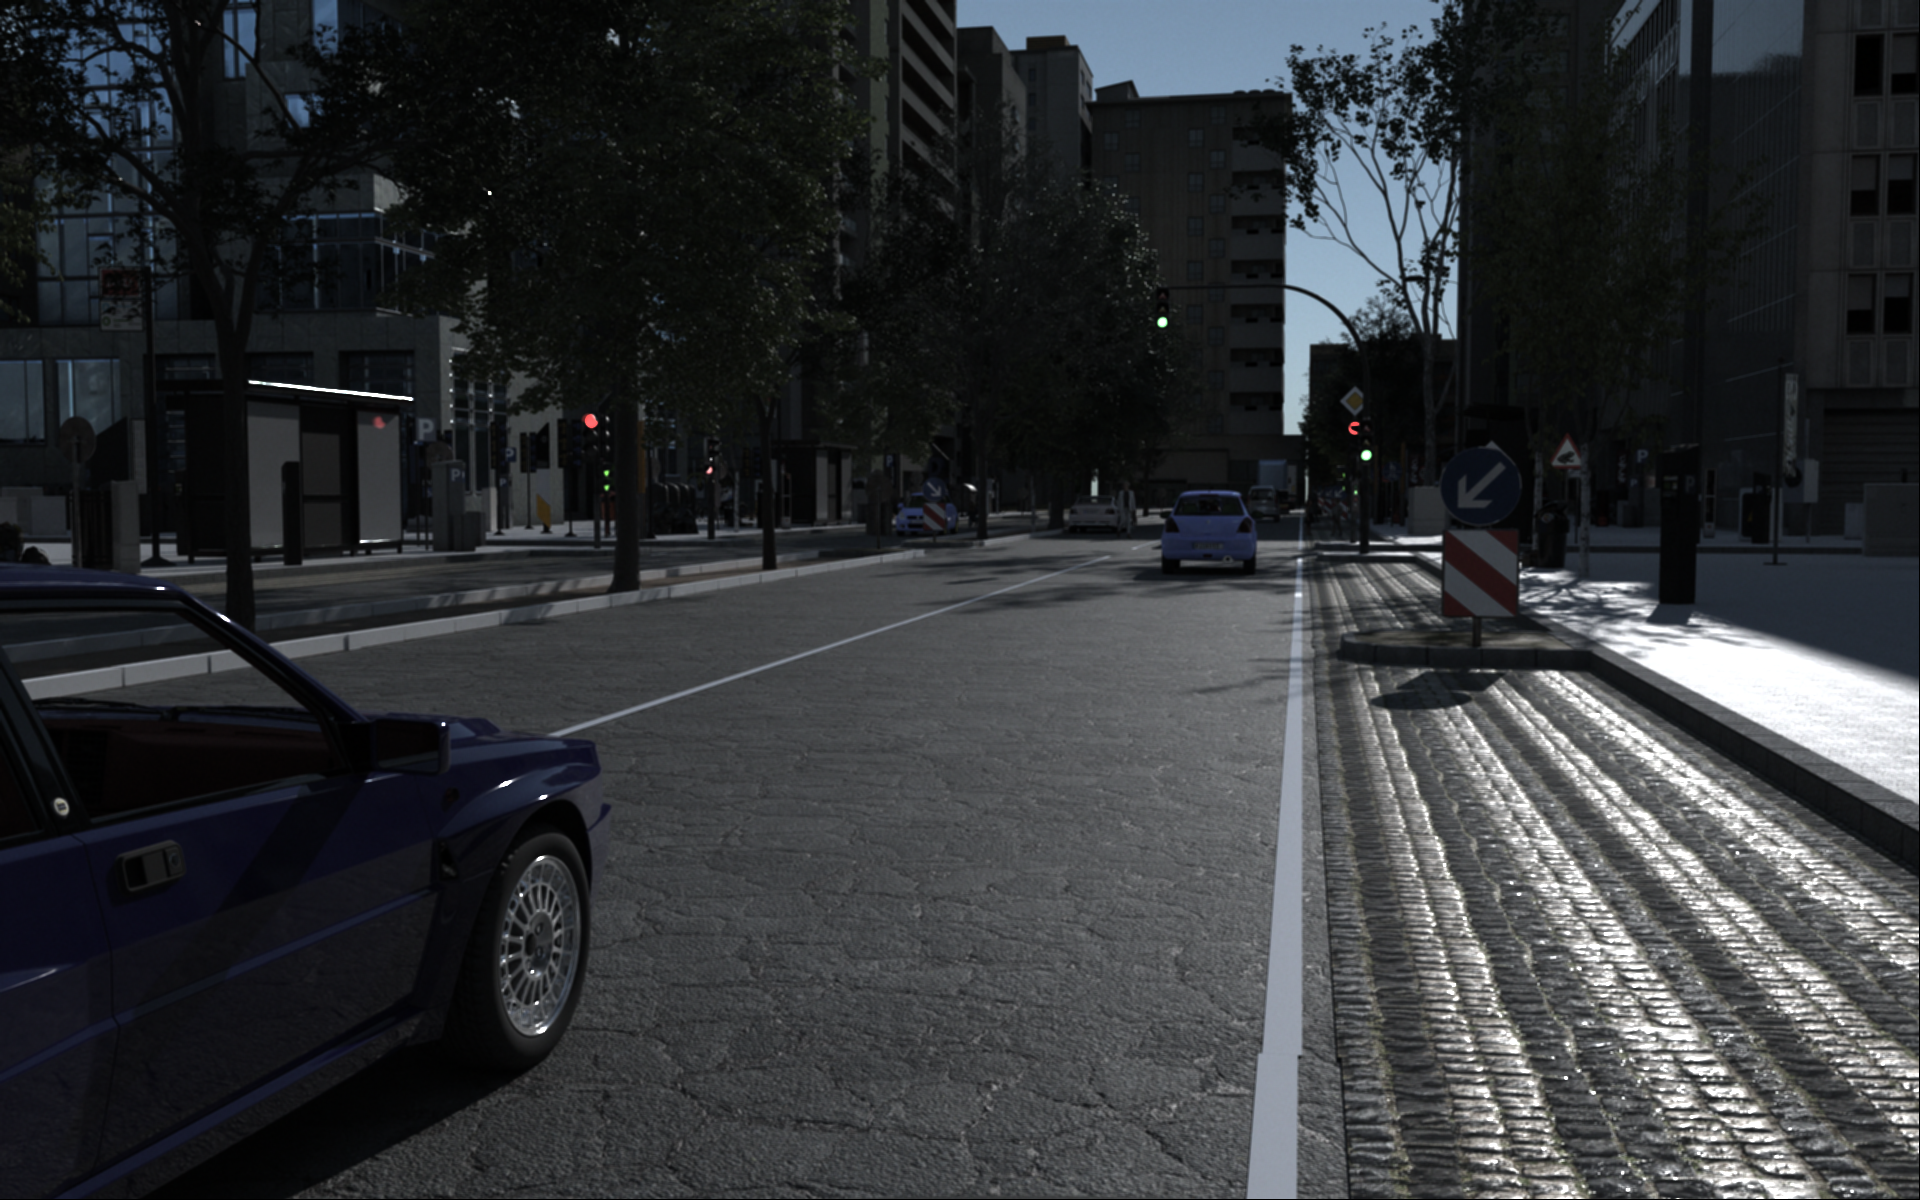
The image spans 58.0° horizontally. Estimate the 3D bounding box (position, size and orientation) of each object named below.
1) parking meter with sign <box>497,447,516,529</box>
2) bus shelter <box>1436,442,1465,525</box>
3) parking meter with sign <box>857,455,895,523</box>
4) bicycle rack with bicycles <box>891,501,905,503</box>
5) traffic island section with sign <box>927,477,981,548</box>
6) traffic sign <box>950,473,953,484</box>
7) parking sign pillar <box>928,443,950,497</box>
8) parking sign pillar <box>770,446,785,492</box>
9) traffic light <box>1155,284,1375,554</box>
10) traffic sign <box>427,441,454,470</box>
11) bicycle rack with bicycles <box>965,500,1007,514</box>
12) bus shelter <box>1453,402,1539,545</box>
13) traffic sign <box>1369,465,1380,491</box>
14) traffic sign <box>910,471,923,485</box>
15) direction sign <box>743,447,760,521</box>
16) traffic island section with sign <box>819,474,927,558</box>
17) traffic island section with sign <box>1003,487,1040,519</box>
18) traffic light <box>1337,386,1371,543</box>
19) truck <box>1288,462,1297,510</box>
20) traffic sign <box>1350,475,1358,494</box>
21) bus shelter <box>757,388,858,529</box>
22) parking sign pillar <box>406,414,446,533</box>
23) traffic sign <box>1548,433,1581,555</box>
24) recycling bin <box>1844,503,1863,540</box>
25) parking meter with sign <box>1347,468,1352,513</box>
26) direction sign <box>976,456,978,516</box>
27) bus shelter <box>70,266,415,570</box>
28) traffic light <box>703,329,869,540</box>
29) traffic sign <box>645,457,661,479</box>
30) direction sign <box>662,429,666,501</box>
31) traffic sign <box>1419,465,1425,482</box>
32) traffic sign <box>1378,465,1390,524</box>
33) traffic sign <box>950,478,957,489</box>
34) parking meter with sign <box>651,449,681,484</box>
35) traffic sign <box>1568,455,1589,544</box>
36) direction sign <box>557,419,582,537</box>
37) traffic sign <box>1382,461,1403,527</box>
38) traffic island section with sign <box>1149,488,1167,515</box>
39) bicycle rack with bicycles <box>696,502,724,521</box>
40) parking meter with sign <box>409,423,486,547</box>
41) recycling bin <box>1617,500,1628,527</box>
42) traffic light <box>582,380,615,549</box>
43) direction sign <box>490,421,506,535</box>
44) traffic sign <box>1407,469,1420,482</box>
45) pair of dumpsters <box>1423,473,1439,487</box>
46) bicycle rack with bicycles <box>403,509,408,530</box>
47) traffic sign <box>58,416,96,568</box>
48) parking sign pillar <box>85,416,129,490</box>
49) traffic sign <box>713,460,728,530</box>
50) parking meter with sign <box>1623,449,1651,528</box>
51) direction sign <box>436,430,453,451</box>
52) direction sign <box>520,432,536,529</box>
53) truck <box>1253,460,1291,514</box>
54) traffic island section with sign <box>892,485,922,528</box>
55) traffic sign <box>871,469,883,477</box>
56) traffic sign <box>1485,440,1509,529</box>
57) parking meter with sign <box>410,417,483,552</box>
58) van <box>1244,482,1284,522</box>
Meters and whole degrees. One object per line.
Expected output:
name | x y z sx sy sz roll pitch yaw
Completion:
parking meter with sign | -16.828 -4.139 63.941 0.543 3.016 1.738 0 4 -2
bus shelter | 19.975 -4.565 68.558 2.014 3.302 5.546 1 4 11
parking meter with sign | -3.718 -4.897 76.332 1.738 3.016 0.543 -3 5 -40
bicycle rack with bicycles | -3.391 -4.461 86.320 2.852 0.926 2.925 0 4 -4
traffic island section with sign | -0.562 -2.373 46.931 2.006 1.907 1.989 1 4 11
traffic sign | -0.768 -6.073 99.399 0.768 2.556 0.104 1 4 21
parking sign pillar | -1.124 -6.317 91.749 1.447 3.967 1.447 -3 5 -41
parking sign pillar | -10.104 -6.689 97.838 1.447 3.967 1.447 -3 5 -45
traffic light | 6.613 -3.841 37.467 4.771 5.953 1.251 1 4 11
traffic sign | -12.585 -2.551 41.812 0.768 2.556 0.104 1 4 12
bicycle rack with bicycles | 1.651 -6.109 113.258 2.925 0.926 2.852 -1 4 -16
bus shelter | 14.493 -3.409 47.026 1.731 3.624 6.357 1 4 11
traffic sign | 18.462 -4.671 76.475 0.768 2.556 0.104 1 4 20
traffic sign | -2.370 -5.773 94.497 0.768 2.556 0.104 1 4 16
direction sign | -10.060 -5.603 83.604 0.876 3.537 0.379 -1 4 -22
traffic island section with sign | -2.008 -1.928 39.666 2.006 1.907 1.989 1 4 11
traffic island section with sign | 3.601 -5.610 100.354 1.989 1.847 2.006 1 4 11
traffic light | 10.231 -3.432 45.036 0.839 4.253 0.868 1 4 11
truck | 29.558 -10.419 159.267 2.839 4.237 11.283 1 4 10
traffic sign | 25.667 -6.931 113.429 0.768 2.556 0.104 1 4 20
bus shelter | -6.138 -5.538 68.174 2.179 5.291 8.768 1 4 11
parking sign pillar | -17.913 -4.267 58.235 1.447 3.967 1.447 -1 4 -21
traffic sign | 12.844 -2.244 36.699 0.884 2.594 0.081 1 4 18
recycling bin | 25.363 -2.219 48.839 0.722 1.027 0.722 2 4 28
parking meter with sign | 26.448 -7.343 116.321 0.543 3.016 1.738 -1 4 -15
direction sign | 1.001 -6.756 102.456 0.379 3.537 0.876 0 4 6
bus shelter | -13.605 -3.391 33.081 2.179 5.291 8.768 1 4 11
traffic light | -4.883 -4.487 48.034 4.771 5.953 1.251 1 4 11
traffic sign | -10.594 -3.616 59.236 0.768 2.556 0.104 1 4 13
direction sign | -10.347 -4.194 60.576 0.379 3.537 0.876 -1 4 -16
traffic sign | 20.336 -4.624 75.702 0.768 2.556 0.104 1 4 17
traffic sign | 18.228 -4.519 73.992 0.768 2.556 0.104 1 4 15
traffic sign | -0.587 -6.553 107.152 0.884 2.594 0.081 1 4 18
parking meter with sign | -11.201 -4.350 67.381 1.738 3.016 0.543 0 4 -5
traffic sign | 15.918 -2.602 44.681 0.606 2.300 0.079 1 4 12
direction sign | -11.782 -3.690 52.325 0.379 3.537 0.876 3 4 38
traffic sign | 16.839 -4.120 67.463 0.768 2.556 0.104 1 4 19
traffic island section with sign | 14.002 -6.882 120.650 2.006 1.907 1.989 1 4 11
bicycle rack with bicycles | -12.292 -4.224 82.451 2.852 0.926 2.925 -2 4 -26
parking meter with sign | -12.462 -2.813 42.252 1.738 3.016 0.543 1 4 9
recycling bin | 26.424 -3.429 68.625 0.722 1.027 0.722 1 4 21
traffic light | -8.501 -3.159 40.570 0.839 4.253 0.868 1 4 11
direction sign | -14.373 -3.789 53.948 0.876 3.537 0.379 3 5 45
traffic sign | 20.746 -4.831 79.088 0.768 2.556 0.104 1 4 11
pair of dumpsters | 22.388 -4.777 80.598 1.574 2.255 4.437 1 4 11
bicycle rack with bicycles | -20.925 -2.922 61.149 2.925 0.926 2.852 1 4 20
traffic sign | -14.484 -1.730 28.399 0.768 2.556 0.104 1 4 18
parking sign pillar | -29.450 -4.363 59.809 1.447 3.967 1.447 3 5 40
traffic sign | -8.599 -3.752 61.455 0.768 2.556 0.104 1 4 20
parking meter with sign | 25.903 -4.290 66.401 0.543 3.016 1.738 3 4 38
direction sign | -18.303 -4.241 61.341 0.876 3.537 0.379 2 4 25
direction sign | -15.844 -4.381 63.620 0.876 3.537 0.379 3 4 37
truck | 23.500 -8.600 130.367 2.967 4.110 18.799 1 4 10
traffic island section with sign | -1.881 -3.920 72.726 1.989 1.847 2.006 1 4 11
traffic sign | -4.213 -5.423 88.771 0.768 2.556 0.104 1 4 15
traffic sign | 11.378 -2.198 37.129 0.795 2.450 0.064 1 4 14
parking meter with sign | -11.555 -2.613 38.988 1.738 3.016 0.543 3 5 40
van | 15.610 -5.021 89.107 2.013 2.044 4.112 1 4 12
